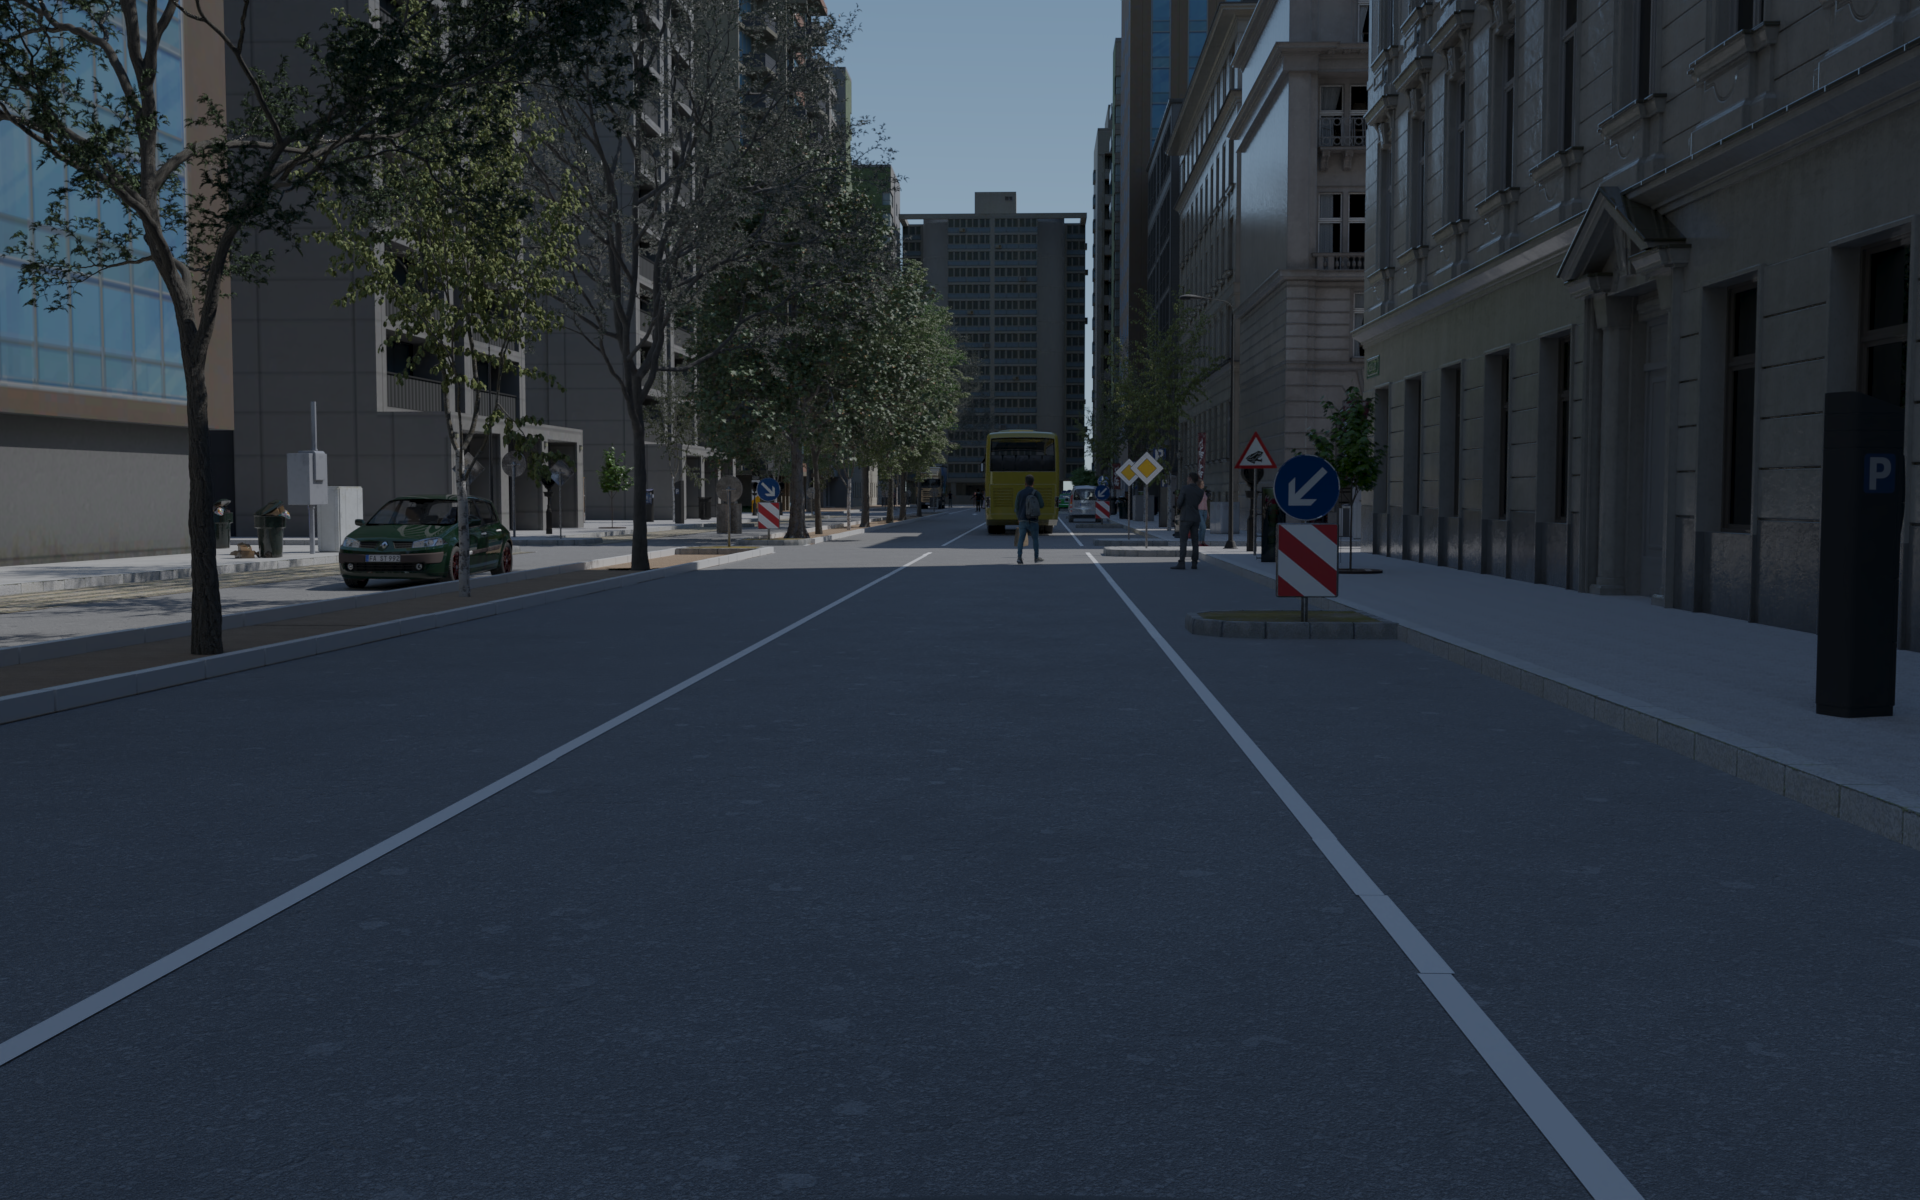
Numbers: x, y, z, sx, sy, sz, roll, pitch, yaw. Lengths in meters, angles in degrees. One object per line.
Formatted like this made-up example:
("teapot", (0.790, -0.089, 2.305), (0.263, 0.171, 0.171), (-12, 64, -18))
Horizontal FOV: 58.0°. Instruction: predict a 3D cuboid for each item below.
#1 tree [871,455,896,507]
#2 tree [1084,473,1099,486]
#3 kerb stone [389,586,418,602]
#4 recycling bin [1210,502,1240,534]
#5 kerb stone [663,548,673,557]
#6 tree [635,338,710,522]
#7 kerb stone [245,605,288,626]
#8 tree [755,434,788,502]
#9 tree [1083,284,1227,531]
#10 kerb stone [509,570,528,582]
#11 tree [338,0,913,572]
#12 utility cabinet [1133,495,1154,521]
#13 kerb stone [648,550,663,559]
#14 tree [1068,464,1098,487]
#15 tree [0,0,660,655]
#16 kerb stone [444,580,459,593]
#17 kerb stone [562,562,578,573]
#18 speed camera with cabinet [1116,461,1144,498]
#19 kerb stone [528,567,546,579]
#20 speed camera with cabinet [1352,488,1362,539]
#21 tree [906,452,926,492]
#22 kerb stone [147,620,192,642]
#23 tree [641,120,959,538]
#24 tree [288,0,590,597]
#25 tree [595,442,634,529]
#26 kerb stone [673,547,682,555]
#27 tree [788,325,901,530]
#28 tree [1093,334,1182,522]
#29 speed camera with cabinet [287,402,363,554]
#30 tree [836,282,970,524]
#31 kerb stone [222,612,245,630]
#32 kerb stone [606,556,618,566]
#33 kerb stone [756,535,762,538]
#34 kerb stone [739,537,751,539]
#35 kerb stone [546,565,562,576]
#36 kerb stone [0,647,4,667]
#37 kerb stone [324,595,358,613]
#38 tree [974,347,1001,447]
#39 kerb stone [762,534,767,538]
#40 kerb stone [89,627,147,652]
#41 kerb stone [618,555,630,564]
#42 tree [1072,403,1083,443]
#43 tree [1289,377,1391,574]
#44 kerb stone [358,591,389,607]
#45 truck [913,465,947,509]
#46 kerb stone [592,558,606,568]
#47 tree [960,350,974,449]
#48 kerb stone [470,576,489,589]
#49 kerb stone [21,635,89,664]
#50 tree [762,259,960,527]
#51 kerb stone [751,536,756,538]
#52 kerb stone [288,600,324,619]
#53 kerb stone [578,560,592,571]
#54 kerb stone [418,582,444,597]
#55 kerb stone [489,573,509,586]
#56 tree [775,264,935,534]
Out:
("tree", (-7.567, -13.646, 173.472), (4.737, 8.622, 4.395), (0, 3, 0))
("tree", (11.561, -9.387, 148.079), (1.663, 3.219, 1.824), (0, 3, 0))
("kerb stone", (-7.544, -0.060, 23.213), (0.120, 0.150, 1.000), (0, 4, 3))
("recycling bin", (8.551, -2.652, 55.922), (0.722, 1.027, 0.722), (-2, 4, -24))
("kerb stone", (-6.794, -1.061, 39.609), (0.120, 0.150, 1.000), (0, 4, 3))
("tree", (-13.072, -7.875, 79.117), (4.360, 8.622, 3.978), (0, 3, 0))
("kerb stone", (-7.727, 0.188, 19.125), (0.120, 0.150, 1.000), (0, 4, 3))
("tree", (-11.805, -9.797, 110.541), (4.360, 8.622, 3.978), (0, 3, 0))
("tree", (7.067, -6.721, 60.249), (4.737, 8.622, 4.395), (0, 3, 0))
("kerb stone", (-7.314, -0.375, 28.344), (0.120, 0.150, 1.000), (0, 4, 3))
("tree", (-5.944, -7.276, 31.783), (12.009, 13.543, 11.850), (0, 3, 0))
("utility cabinet", (8.672, -4.326, 81.885), (1.020, 1.237, 0.306), (-2, 4, -24))
("kerb stone", (-6.841, -1.003, 38.588), (0.120, 0.150, 1.000), (0, 4, 3))
("tree", (14.270, -13.270, 200.683), (4.285, 4.588, 4.351), (0, 3, 0))
("tree", (-6.674, -4.807, 15.470), (8.767, 10.594, 7.601), (0, 4, 3))
("kerb stone", (-7.450, -0.188, 25.263), (0.120, 0.150, 1.000), (0, 4, 3))
("kerb stone", (-7.168, -0.564, 31.415), (0.120, 0.150, 1.000), (0, 4, 3))
("speed camera with cabinet", (10.214, -6.619, 102.558), (0.660, 3.252, 2.038), (-3, 5, -44))
("kerb stone", (-7.265, -0.439, 29.373), (0.120, 0.150, 1.000), (0, 4, 3))
("speed camera with cabinet", (11.350, -3.331, 48.792), (0.660, 3.252, 2.038), (1, 4, 17))
("tree", (-3.274, -8.997, 99.923), (4.360, 8.622, 3.978), (0, 3, 0))
("kerb stone", (-7.827, 0.320, 17.069), (0.120, 0.150, 1.000), (0, 4, 3))
("tree", (-4.949, -8.134, 52.461), (9.611, 12.733, 9.660), (0, 3, 0))
("tree", (-6.835, -4.323, 23.506), (4.737, 8.622, 4.395), (0, 3, 0))
("tree", (-12.949, -4.262, 64.279), (1.663, 3.219, 1.824), (0, 3, 0))
("kerb stone", (-6.755, -1.128, 40.632), (0.120, 0.150, 1.000), (0, 4, 3))
("tree", (-4.403, -7.074, 68.484), (4.360, 8.622, 3.978), (0, 3, 0))
("tree", (8.193, -7.844, 78.610), (4.360, 8.622, 3.978), (0, 3, 0))
("speed camera with cabinet", (-13.862, -2.661, 37.837), (0.660, 3.252, 2.038), (1, 4, 12))
("tree", (-3.307, -9.514, 83.768), (9.928, 11.665, 9.643), (0, 3, 0))
("kerb stone", (-7.783, 0.251, 18.099), (0.120, 0.150, 1.000), (0, 4, 3))
("kerb stone", (-7.038, -0.750, 34.486), (0.120, 0.150, 1.000), (0, 4, 3))
("kerb stone", (-6.218, -1.842, 52.429), (0.120, 0.150, 1.000), (0, 4, 3))
("kerb stone", (-6.301, -1.722, 50.376), (0.120, 0.150, 1.000), (0, 4, 3))
("kerb stone", (-7.226, -0.500, 30.394), (0.120, 0.150, 1.000), (0, 4, 3))
("kerb stone", (-7.965, 0.501, 14.000), (0.120, 0.150, 1.000), (0, 4, 3))
("kerb stone", (-7.648, 0.063, 21.167), (0.120, 0.150, 1.000), (0, 4, 3))
("tree", (-2.533, -11.938, 108.018), (12.009, 13.543, 11.850), (0, 3, 0))
("kerb stone", (-6.170, -1.909, 53.450), (0.120, 0.150, 1.000), (0, 4, 3))
("kerb stone", (-7.875, 0.376, 16.045), (0.120, 0.150, 1.000), (0, 4, 3))
("kerb stone", (-6.991, -0.814, 35.507), (0.120, 0.150, 1.000), (0, 4, 3))
("tree", (9.343, -9.678, 108.598), (4.737, 8.622, 4.395), (0, 3, 0))
("tree", (6.468, -2.058, 28.250), (1.663, 3.219, 1.824), (0, 3, 0))
("kerb stone", (-7.591, 0.001, 22.192), (0.120, 0.150, 1.000), (0, 4, 3))
("truck", (-2.778, -10.922, 167.494), (2.839, 4.237, 11.283), (0, 4, 2))
("kerb stone", (-7.082, -0.689, 33.460), (0.120, 0.150, 1.000), (0, 4, 3))
("tree", (-3.145, -10.517, 92.531), (7.486, 12.596, 7.792), (0, 3, 0))
("kerb stone", (-7.402, -0.249, 26.289), (0.120, 0.150, 1.000), (0, 4, 3))
("kerb stone", (-7.912, 0.439, 15.023), (0.120, 0.150, 1.000), (0, 4, 3))
("tree", (-4.160, -9.410, 74.439), (7.486, 12.596, 7.792), (0, 3, 0))
("kerb stone", (-6.264, -1.786, 51.398), (0.120, 0.150, 1.000), (0, 4, 3))
("kerb stone", (-7.692, 0.126, 20.146), (0.120, 0.150, 1.000), (0, 4, 3))
("kerb stone", (-7.127, -0.625, 32.439), (0.120, 0.150, 1.000), (0, 4, 3))
("kerb stone", (-7.494, -0.125, 24.233), (0.120, 0.150, 1.000), (0, 4, 3))
("kerb stone", (-7.364, -0.306, 27.316), (0.120, 0.150, 1.000), (0, 4, 3))
("tree", (-4.949, -7.606, 61.225), (8.767, 10.594, 7.601), (0, 4, 3))
